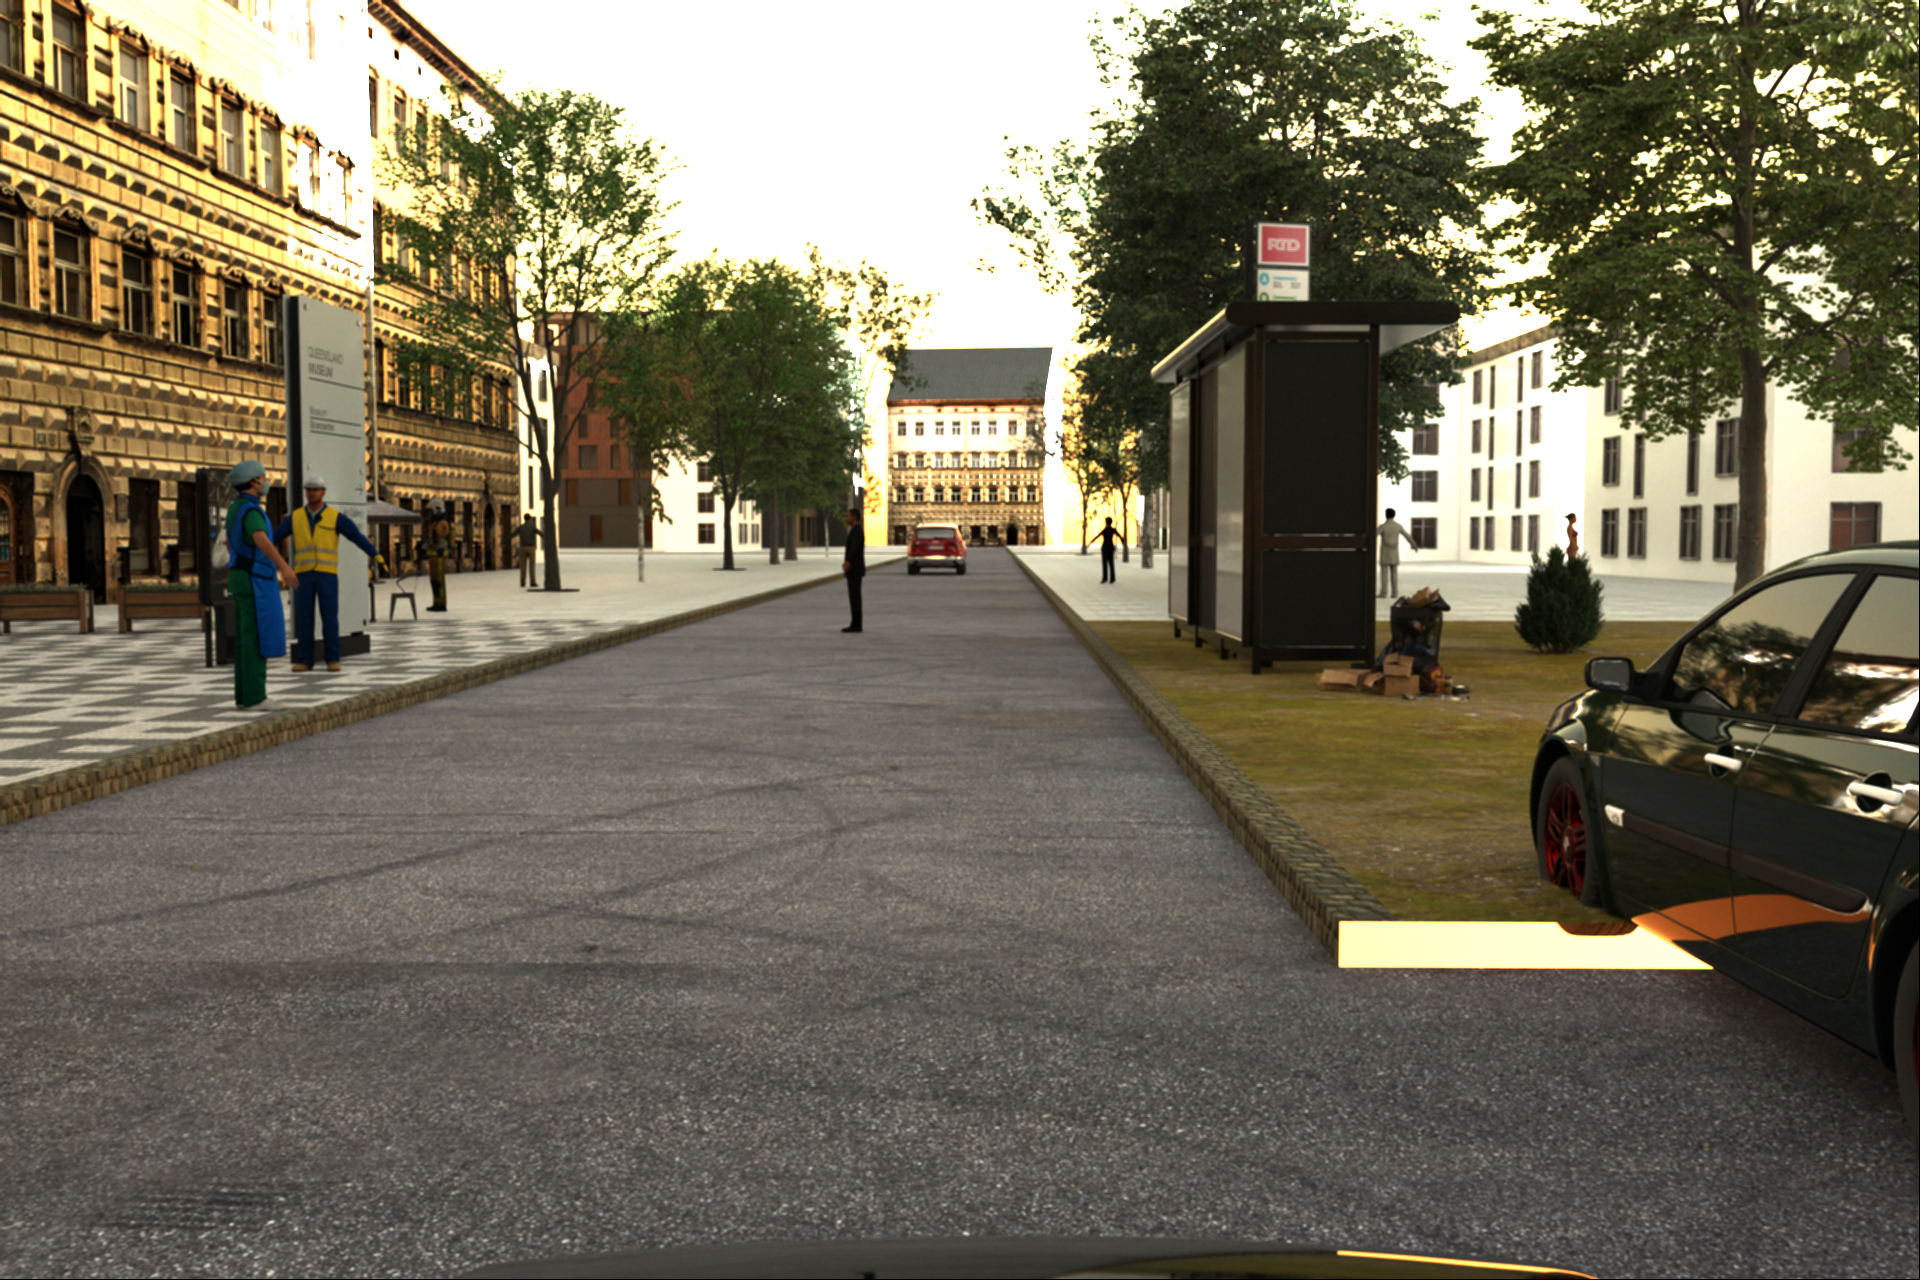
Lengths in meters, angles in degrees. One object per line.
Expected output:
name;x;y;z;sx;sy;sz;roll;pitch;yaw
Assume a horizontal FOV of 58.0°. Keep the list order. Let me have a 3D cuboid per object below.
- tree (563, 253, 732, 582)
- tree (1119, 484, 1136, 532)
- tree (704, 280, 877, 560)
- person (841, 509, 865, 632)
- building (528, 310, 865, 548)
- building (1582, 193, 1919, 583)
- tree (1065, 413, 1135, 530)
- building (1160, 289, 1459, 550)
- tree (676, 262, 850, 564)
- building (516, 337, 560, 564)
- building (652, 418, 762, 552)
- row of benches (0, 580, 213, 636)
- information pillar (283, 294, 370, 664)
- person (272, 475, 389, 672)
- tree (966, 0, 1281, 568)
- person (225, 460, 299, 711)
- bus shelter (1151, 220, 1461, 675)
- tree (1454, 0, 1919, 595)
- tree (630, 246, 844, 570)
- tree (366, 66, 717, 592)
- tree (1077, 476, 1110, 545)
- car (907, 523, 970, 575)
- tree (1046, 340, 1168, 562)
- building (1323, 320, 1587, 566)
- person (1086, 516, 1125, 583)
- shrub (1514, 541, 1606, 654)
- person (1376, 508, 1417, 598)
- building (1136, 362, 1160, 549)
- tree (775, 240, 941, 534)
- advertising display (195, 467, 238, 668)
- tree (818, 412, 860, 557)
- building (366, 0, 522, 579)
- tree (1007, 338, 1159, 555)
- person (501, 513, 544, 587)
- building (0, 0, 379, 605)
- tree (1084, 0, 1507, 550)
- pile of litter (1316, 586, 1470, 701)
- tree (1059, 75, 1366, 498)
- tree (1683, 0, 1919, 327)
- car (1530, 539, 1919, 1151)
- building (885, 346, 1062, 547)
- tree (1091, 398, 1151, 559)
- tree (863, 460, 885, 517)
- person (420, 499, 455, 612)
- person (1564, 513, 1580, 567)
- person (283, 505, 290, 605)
tree;-8.309;-5.866;46.270;4.737;8.622;4.395;0;3;0
tree;20.985;-15.314;200.746;4.360;8.622;3.978;0;3;0
tree;-8.256;-10.872;84.415;9.857;13.997;8.962;0;3;0
person;-1.573;-1.022;25.387;0.704;1.802;1.346;0;4;0
building;-24.983;-20.232;174.760;27.936;21.610;32.646;0;4;2
building;24.520;-6.144;42.596;9.099;9.664;28.070;0;4;1
tree;7.955;-8.855;95.136;4.737;8.622;4.395;0;3;0
building;24.846;-16.118;129.979;16.747;18.905;31.486;0;4;2
tree;-8.228;-9.457;72.756;7.486;12.596;7.792;0;3;0
building;-23.197;-8.488;80.919;9.099;9.664;28.070;0;4;1
building;-20.334;-12.036;138.944;9.099;9.664;28.070;0;4;1
row of benches;-11.706;-0.419;22.319;4.104;0.672;1.422;-1;4;-18
information pillar;-6.501;-1.622;17.828;0.184;3.620;1.656;0;4;2
person;-6.017;-0.625;16.180;1.349;1.833;0.705;0;4;-7
tree;5.825;-12.692;63.397;12.611;20.169;13.585;0;3;0
person;-5.137;-0.399;12.644;0.704;1.817;1.347;-3;4;-37
bus shelter;3.453;-2.585;19.903;2.179;5.291;8.768;0;3;0
tree;9.924;-6.375;22.350;7.486;12.596;7.792;0;3;0
tree;-8.142;-8.299;61.448;9.928;11.665;9.643;0;3;0
tree;-9.163;-6.897;38.516;9.928;11.665;9.643;0;3;0
tree;16.118;-15.431;202.663;4.360;8.622;3.978;0;3;0
car;-0.803;-3.296;62.569;2.281;1.827;5.304;0;4;1
tree;7.687;-8.809;78.446;8.767;10.594;7.601;2;4;27
building;24.413;-8.559;82.091;9.099;9.664;28.070;0;4;1
person;3.807;-2.342;45.015;1.216;1.740;0.721;-2;4;-32
shrub;6.476;-0.465;18.715;1.383;1.207;1.383;0;3;0
person;8.614;-1.750;34.806;1.347;1.806;0.705;-1;4;-14
building;26.351;-20.109;159.718;19.493;23.208;18.063;0;4;1
tree;-7.458;-15.641;111.620;12.611;20.169;13.585;0;3;0
advertising display;-7.205;-0.723;17.033;0.123;1.923;0.974;0;4;3
tree;-7.508;-8.998;97.479;4.737;8.622;4.395;0;3;0
building;-25.537;-13.643;53.993;19.493;23.208;18.063;0;4;1
tree;7.652;-11.917;105.215;12.009;13.543;11.850;0;3;0
person;-10.527;-2.198;42.206;1.348;1.796;0.705;0;4;0
building;-24.566;-12.511;35.476;19.493;23.208;18.063;0;4;1
tree;7.003;-7.913;36.027;9.857;13.997;8.962;0;3;0
pile of litter;3.526;-0.012;14.157;1.176;0.858;1.719;0;4;2
tree;7.221;-8.630;47.758;9.857;13.997;8.962;0;3;0
tree;8.165;-3.800;12.497;4.360;8.622;3.978;0;3;0
car;2.975;0.296;4.948;2.009;1.686;4.222;0;4;1
building;2.038;-22.583;202.623;18.063;23.208;19.493;1;4;9
tree;7.722;-8.386;87.466;4.360;8.622;3.978;0;3;0
tree;-11.993;-16.129;198.123;7.601;10.594;8.767;0;4;5
person;-8.690;-1.403;28.710;0.705;1.858;1.354;-2;4;-29
person;12.916;-1.807;36.344;0.721;1.733;1.217;1;4;21
person;-12.103;-1.555;31.575;0.704;1.843;1.345;0;4;-5
